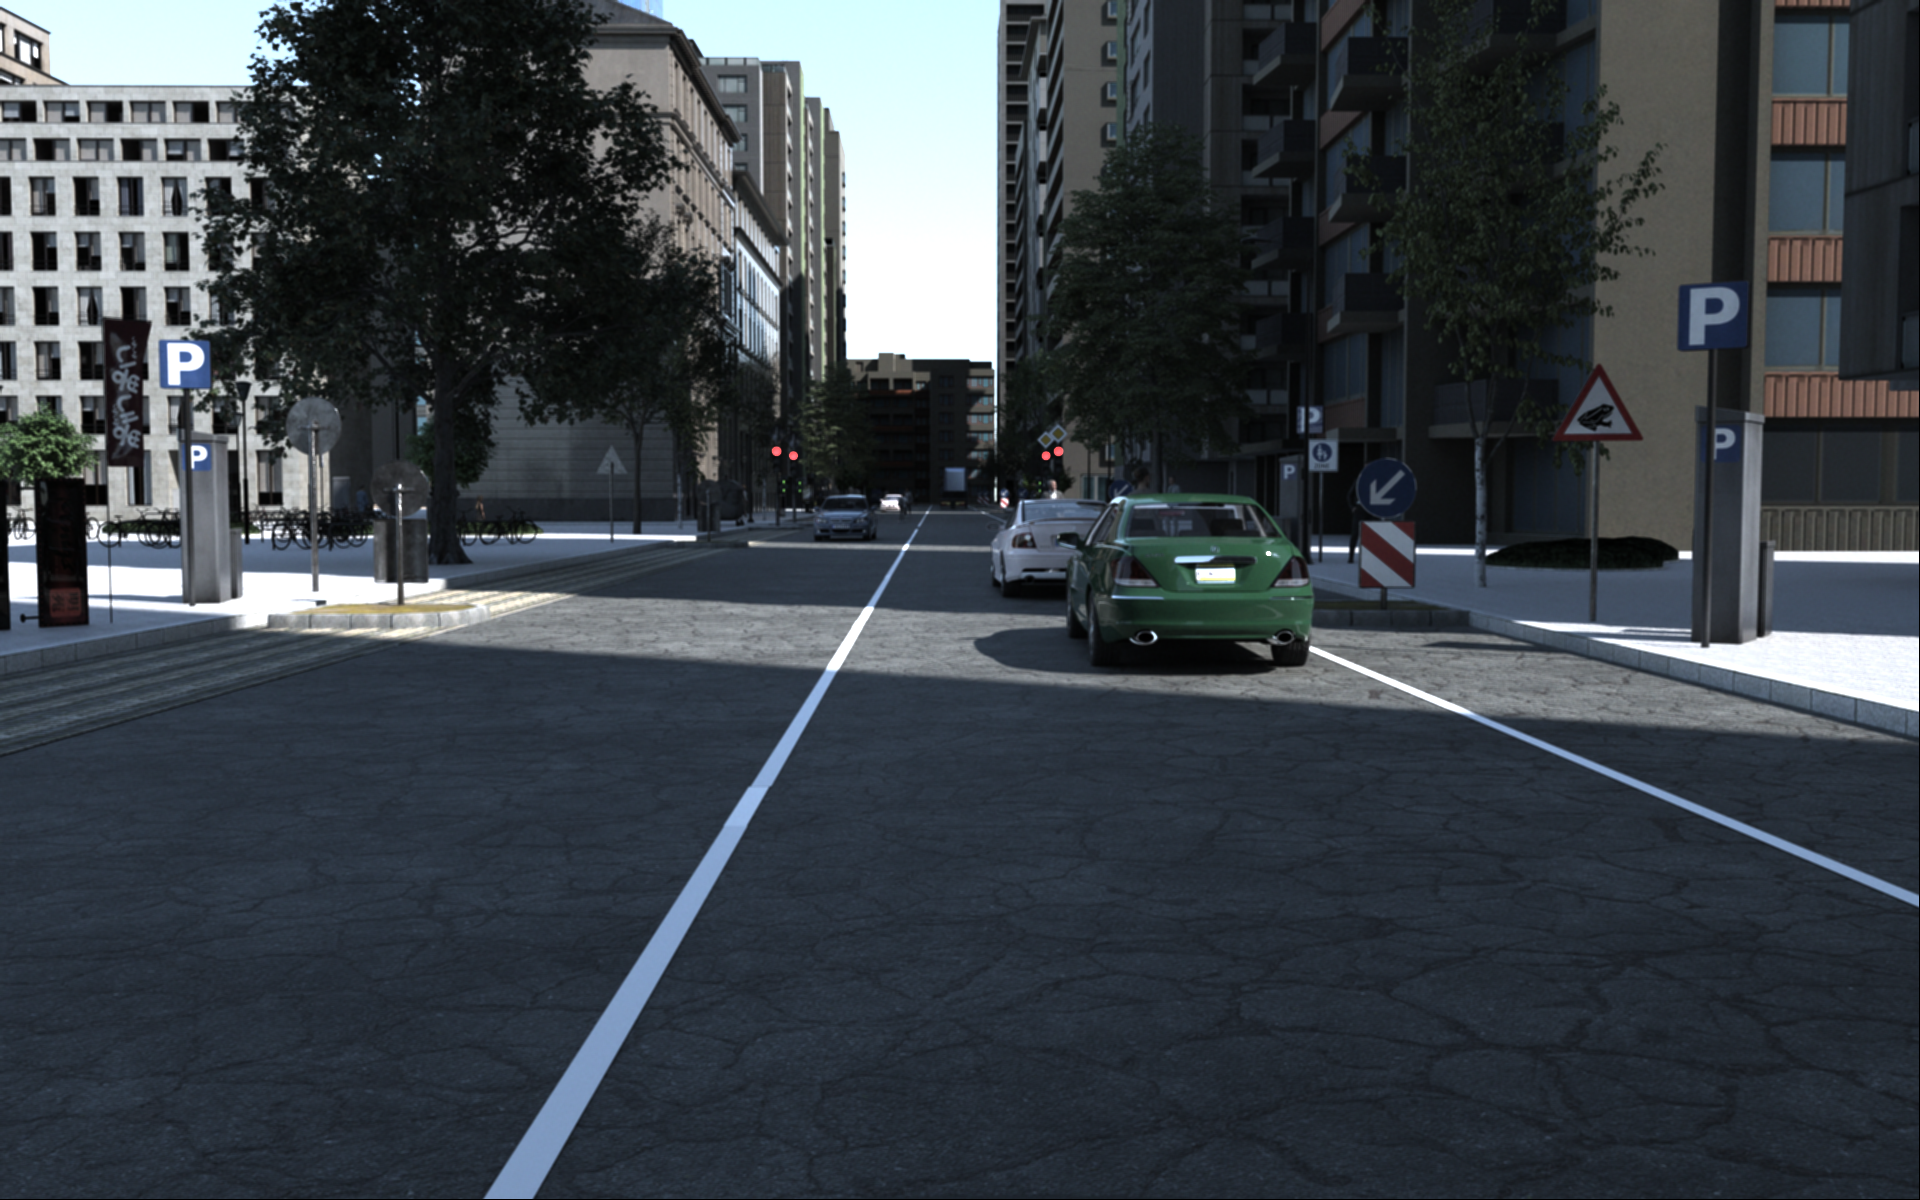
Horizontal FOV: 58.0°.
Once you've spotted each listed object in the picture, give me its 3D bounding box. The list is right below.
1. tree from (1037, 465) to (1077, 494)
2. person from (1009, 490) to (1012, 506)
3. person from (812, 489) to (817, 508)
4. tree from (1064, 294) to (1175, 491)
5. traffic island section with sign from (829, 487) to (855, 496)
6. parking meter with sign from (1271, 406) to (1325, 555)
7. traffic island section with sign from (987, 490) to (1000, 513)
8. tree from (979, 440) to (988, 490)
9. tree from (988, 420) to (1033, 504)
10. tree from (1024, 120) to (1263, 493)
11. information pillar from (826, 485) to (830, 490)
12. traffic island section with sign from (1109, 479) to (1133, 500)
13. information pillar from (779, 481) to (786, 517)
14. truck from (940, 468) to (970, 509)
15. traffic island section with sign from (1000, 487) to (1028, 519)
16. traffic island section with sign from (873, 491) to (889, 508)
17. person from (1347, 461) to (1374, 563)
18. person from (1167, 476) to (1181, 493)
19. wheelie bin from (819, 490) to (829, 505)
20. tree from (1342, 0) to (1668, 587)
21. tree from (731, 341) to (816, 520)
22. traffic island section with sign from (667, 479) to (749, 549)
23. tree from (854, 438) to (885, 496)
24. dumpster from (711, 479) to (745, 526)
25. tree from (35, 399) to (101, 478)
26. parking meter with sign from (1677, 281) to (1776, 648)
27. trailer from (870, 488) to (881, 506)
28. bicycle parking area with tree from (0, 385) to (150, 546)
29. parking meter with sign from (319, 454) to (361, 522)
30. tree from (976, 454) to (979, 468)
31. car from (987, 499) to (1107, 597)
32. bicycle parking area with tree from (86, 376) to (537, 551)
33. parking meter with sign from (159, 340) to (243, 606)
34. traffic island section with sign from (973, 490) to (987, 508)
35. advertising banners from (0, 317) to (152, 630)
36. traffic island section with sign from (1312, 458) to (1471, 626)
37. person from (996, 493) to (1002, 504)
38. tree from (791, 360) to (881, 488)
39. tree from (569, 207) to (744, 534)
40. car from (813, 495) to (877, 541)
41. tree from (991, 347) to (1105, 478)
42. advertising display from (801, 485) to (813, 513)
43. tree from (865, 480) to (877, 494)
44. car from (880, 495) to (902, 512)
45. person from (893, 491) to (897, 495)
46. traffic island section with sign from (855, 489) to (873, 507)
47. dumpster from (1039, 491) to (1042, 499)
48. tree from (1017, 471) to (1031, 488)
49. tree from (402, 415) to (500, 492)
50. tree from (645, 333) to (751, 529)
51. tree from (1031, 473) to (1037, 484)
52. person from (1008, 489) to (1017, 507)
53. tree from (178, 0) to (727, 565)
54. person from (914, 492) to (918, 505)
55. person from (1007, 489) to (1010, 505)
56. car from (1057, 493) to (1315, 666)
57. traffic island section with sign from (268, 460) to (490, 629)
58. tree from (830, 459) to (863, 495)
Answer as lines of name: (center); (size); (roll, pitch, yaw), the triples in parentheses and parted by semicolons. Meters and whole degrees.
tree: (5.849, -6.533, 101.417); (1.663, 3.219, 1.824); (0, 3, 0)
person: (5.255, -10.406, 176.900); (0.721, 1.735, 1.217); (1, 4, 15)
person: (-13.020, -9.013, 153.920); (0.721, 1.766, 1.217); (2, 4, 27)
tree: (5.963, -6.780, 61.216); (4.360, 8.622, 3.978); (0, 3, 0)
traffic island section with sign: (-7.390, -5.748, 102.612); (1.989, 1.847, 2.006); (0, 4, -1)
parking meter with sign: (6.485, -2.284, 33.608); (0.543, 3.016, 1.738); (2, 4, 32)
traffic island section with sign: (3.197, -7.405, 129.693); (1.989, 1.847, 2.006); (0, 4, -1)
tree: (4.551, -14.324, 184.563); (4.360, 8.622, 3.978); (0, 3, 0)
tree: (5.314, -13.186, 165.958); (4.360, 8.622, 3.978); (0, 3, 0)
tree: (5.737, -8.277, 53.463); (7.486, 12.596, 7.792); (0, 3, 0)
information pillar: (-10.141, -7.876, 133.259); (0.304, 2.012, 0.304); (-1, 4, -10)
traffic island section with sign: (4.216, -2.369, 47.357); (1.989, 1.847, 2.006); (0, 4, -1)
information pillar: (-10.094, -5.733, 98.219); (0.304, 2.012, 0.304); (-2, 4, -31)
truck: (-0.549, -11.078, 170.877); (2.967, 4.110, 18.799); (0, 4, 1)
traffic island section with sign: (3.555, -5.706, 101.918); (1.989, 1.847, 2.006); (0, 4, -1)
traffic island section with sign: (-8.331, -10.444, 179.390); (1.989, 1.847, 2.006); (0, 4, -1)
person: (7.535, -1.640, 32.223); (0.648, 1.900, 0.474); (0, 4, 3)
person: (6.124, -2.675, 49.886); (0.391, 1.810, 0.635); (-3, 4, -36)
wheelie bin: (-10.007, -7.390, 128.727); (0.980, 1.594, 0.693); (-1, 4, -10)
tree: (7.172, -4.472, 23.483); (4.737, 8.622, 4.395); (0, 3, 0)
tree: (-9.339, -8.190, 84.275); (4.360, 8.622, 3.978); (0, 3, 0)
traffic island section with sign: (-6.693, -2.298, 46.206); (1.989, 1.847, 2.006); (0, 4, -1)
tree: (-10.949, -15.294, 200.415); (4.737, 8.622, 4.395); (0, 3, 0)
dumpster: (-9.320, -3.887, 69.308); (1.264, 1.857, 1.865); (0, 4, -1)
tree: (-31.576, -4.645, 59.666); (4.285, 4.588, 4.351); (0, 3, 0)
parking meter with sign: (6.712, -1.150, 15.056); (0.543, 3.016, 1.738); (3, 4, 36)
trailer: (-8.161, -9.868, 168.393); (1.471, 1.999, 3.904); (0, 4, -2)
bicycle parking area with tree: (-27.882, -3.559, 45.193); (8.231, 4.147, 9.016); (1, 4, 12)
parking meter with sign: (-27.313, -4.908, 76.509); (1.738, 3.016, 0.543); (-1, 4, -13)
tree: (4.286, -16.644, 222.493); (4.360, 8.622, 3.978); (0, 3, 0)
car: (1.456, -0.803, 25.498); (2.083, 1.381, 4.827); (0, 4, -2)
bicycle parking area with tree: (-15.866, -3.443, 43.298); (8.231, 4.147, 9.016); (3, 5, 40)
parking meter with sign: (-8.925, -1.483, 20.512); (0.543, 3.016, 1.738); (-1, 4, -11)
traffic island section with sign: (2.585, -10.425, 179.068); (1.989, 1.847, 2.006); (0, 4, -1)
advertising banners: (-8.726, -1.256, 16.719); (0.090, 3.025, 2.074); (2, 4, 33)
traffic island section with sign: (4.565, -0.682, 19.784); (1.989, 1.847, 2.006); (0, 4, -1)
person: (5.131, -13.130, 221.429); (1.217, 1.736, 0.721); (-1, 4, -15)
tree: (-10.526, -13.951, 146.231); (7.486, 12.596, 7.792); (0, 3, 0)
tree: (-10.153, -7.416, 55.662); (8.767, 10.594, 7.601); (3, 5, 41)
car: (-3.566, -2.592, 54.378); (2.014, 1.417, 4.499); (0, 4, 1)
tree: (6.013, -11.961, 121.320); (9.928, 11.665, 9.643); (0, 3, 0)
advertising display: (-10.334, -6.851, 117.228); (0.123, 1.923, 0.974); (3, 5, 44)
tree: (-11.940, -14.373, 229.600); (1.663, 3.219, 1.824); (0, 3, 0)
car: (-5.280, -7.645, 137.354); (2.083, 1.381, 4.827); (0, 4, 1)
person: (-8.082, -12.498, 213.296); (0.683, 1.767, 0.568); (1, 4, 11)
traffic island section with sign: (-7.730, -7.425, 130.028); (1.989, 1.847, 2.006); (0, 4, -1)
dumpster: (5.574, -6.195, 107.041); (1.264, 1.857, 1.865); (0, 4, -1)
tree: (5.166, -8.512, 133.777); (1.663, 3.219, 1.824); (0, 3, 0)
tree: (-17.903, -4.734, 61.117); (4.285, 4.588, 4.351); (0, 3, 0)
tree: (-10.102, -6.933, 63.712); (4.737, 8.622, 4.395); (0, 3, 0)
tree: (5.810, -7.201, 112.338); (1.663, 3.219, 1.824); (0, 3, 0)
person: (5.361, -10.300, 174.458); (0.705, 1.822, 1.348); (3, 4, 39)
tree: (-9.412, -7.011, 31.642); (9.611, 12.733, 9.660); (0, 3, 0)
person: (-5.783, -13.190, 224.947); (0.721, 1.735, 1.217); (-1, 4, -10)
person: (5.524, -11.773, 198.495); (1.348, 1.831, 0.705); (0, 4, 7)
car: (1.986, -0.249, 15.864); (2.131, 1.459, 4.920); (0, 4, 0)
traffic island section with sign: (-6.348, -0.650, 19.253); (1.989, 1.847, 2.006); (0, 4, -1)
tree: (-10.775, -10.843, 160.993); (4.285, 4.588, 4.351); (0, 3, 0)
